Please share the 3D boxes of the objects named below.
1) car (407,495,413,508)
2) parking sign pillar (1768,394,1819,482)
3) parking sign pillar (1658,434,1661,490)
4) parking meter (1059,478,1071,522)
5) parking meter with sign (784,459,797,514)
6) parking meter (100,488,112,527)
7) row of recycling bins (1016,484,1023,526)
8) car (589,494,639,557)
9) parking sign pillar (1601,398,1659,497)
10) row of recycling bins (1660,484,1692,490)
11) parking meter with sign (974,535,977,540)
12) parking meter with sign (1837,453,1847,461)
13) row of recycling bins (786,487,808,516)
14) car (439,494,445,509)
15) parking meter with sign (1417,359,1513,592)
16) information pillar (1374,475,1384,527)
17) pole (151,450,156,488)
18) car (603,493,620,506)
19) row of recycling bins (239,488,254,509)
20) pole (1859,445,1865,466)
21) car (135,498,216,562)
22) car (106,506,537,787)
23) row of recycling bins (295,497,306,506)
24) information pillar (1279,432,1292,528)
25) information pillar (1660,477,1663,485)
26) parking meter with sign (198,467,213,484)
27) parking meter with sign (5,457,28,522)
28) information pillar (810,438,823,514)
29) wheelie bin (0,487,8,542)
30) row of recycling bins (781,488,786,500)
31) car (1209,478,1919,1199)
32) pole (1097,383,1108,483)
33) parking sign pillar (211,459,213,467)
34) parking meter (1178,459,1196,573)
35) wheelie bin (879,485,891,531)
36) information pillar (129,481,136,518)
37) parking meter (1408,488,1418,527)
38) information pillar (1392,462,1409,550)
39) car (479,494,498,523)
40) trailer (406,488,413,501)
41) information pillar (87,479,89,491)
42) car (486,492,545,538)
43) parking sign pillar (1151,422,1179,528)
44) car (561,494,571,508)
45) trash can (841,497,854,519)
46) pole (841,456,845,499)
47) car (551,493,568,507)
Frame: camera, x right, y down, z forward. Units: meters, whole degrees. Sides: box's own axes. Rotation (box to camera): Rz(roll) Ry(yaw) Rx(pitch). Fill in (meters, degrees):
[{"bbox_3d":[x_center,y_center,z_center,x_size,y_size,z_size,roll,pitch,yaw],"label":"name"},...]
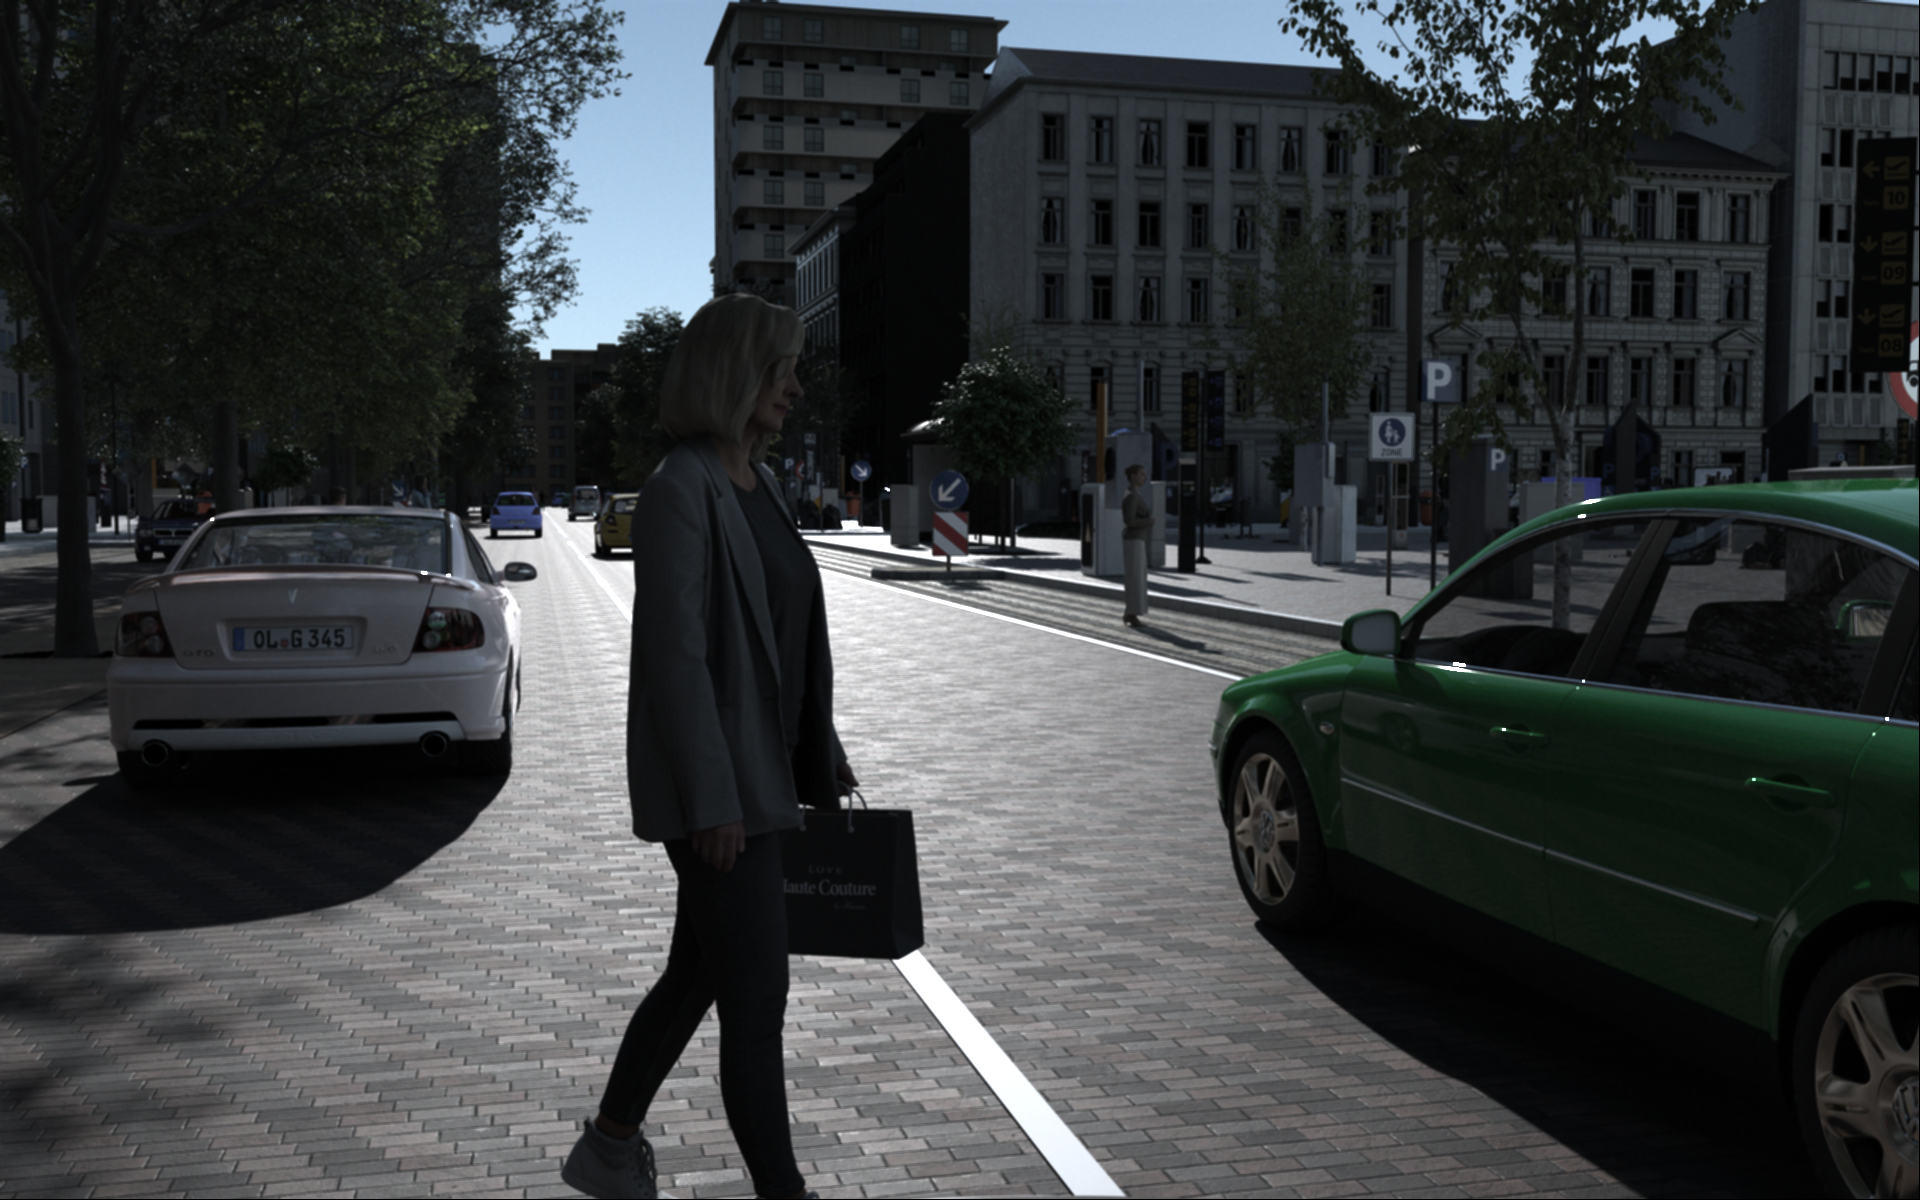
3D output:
[{"bbox_3d":[-37.921,-6.671,121.438,2.083,1.381,4.827,-1,4,-14],"label":"car"},{"bbox_3d":[22.673,-3.589,47.144,1.447,3.967,1.447,-1,4,-23],"label":"parking sign pillar"},{"bbox_3d":[21.453,-4.045,54.615,1.447,3.967,1.447,-1,4,-20],"label":"parking sign pillar"},{"bbox_3d":[3.815,-3.507,63.056,0.399,1.863,0.255,2,4,24],"label":"parking meter"},{"bbox_3d":[-8.188,-5.379,84.204,0.543,3.016,1.738,-1,4,-13],"label":"parking meter with sign"},{"bbox_3d":[-33.320,-3.617,67.547,0.372,1.533,0.369,0,3,0],"label":"parking meter"},{"bbox_3d":[1.177,-3.879,70.536,3.534,1.692,1.069,3,5,45],"label":"row of recycling bins"},{"bbox_3d":[-7.730,-1.885,41.044,2.015,1.641,3.980,-1,4,-15],"label":"car"},{"bbox_3d":[18.362,-3.659,48.296,1.447,3.967,1.447,3,5,44],"label":"parking sign pillar"},{"bbox_3d":[29.037,-3.891,70.731,1.069,1.692,3.534,-1,4,-23],"label":"row of recycling bins"},{"bbox_3d":[-0.377,-3.186,48.345,1.738,3.016,0.543,-1,4,-9],"label":"parking meter with sign"},{"bbox_3d":[38.058,-4.718,73.394,1.738,3.016,0.543,-1,4,-12],"label":"parking meter with sign"},{"bbox_3d":[-8.937,-5.940,104.225,1.069,1.692,3.534,2,4,27],"label":"row of recycling bins"},{"bbox_3d":[-44.321,-8.513,147.980,1.959,1.807,4.718,-1,4,-14],"label":"car"},{"bbox_3d":[6.532,-1.564,21.828,0.543,3.016,1.738,-2,4,-24],"label":"parking meter with sign"},{"bbox_3d":[16.454,-3.883,67.977,0.304,2.012,0.304,0,4,1],"label":"information pillar"},{"bbox_3d":[-33.064,-4.723,71.061,0.158,3.312,0.155,0,3,0],"label":"pole"},{"bbox_3d":[-27.326,-7.787,136.903,1.945,1.707,3.694,-1,4,-13],"label":"car"},{"bbox_3d":[-48.510,-6.561,114.383,3.534,1.692,1.069,-1,4,-12],"label":"row of recycling bins"},{"bbox_3d":[37.699,-4.809,72.468,0.158,3.312,0.155,0,3,0],"label":"pole"},{"bbox_3d":[-16.875,-1.559,38.069,1.945,1.354,3.894,-1,4,-13],"label":"car"},{"bbox_3d":[-3.515,0.144,10.007,2.083,1.381,4.827,-1,4,-13],"label":"car"},{"bbox_3d":[-46.879,-7.043,122.266,1.069,1.692,3.534,-1,4,-15],"label":"row of recycling bins"},{"bbox_3d":[12.340,-4.528,65.382,0.504,3.616,0.183,1,4,16],"label":"information pillar"},{"bbox_3d":[30.177,-4.312,74.999,0.304,2.012,0.304,-2,4,-32],"label":"information pillar"},{"bbox_3d":[-48.886,-7.076,111.945,0.543,3.016,1.738,1,4,12],"label":"parking meter with sign"},{"bbox_3d":[-44.384,-5.167,80.740,1.738,3.016,0.543,0,4,8],"label":"parking meter with sign"},{"bbox_3d":[-5.526,-4.598,66.534,0.504,3.616,0.183,0,4,-5],"label":"information pillar"},{"bbox_3d":[-25.916,-2.357,46.445,0.693,1.594,0.980,-2,4,-29],"label":"wheelie bin"},{"bbox_3d":[-12.630,-7.009,121.702,1.069,1.692,3.534,1,4,9],"label":"row of recycling bins"},{"bbox_3d":[2.195,0.259,4.564,1.959,1.807,4.718,-1,4,-15],"label":"car"},{"bbox_3d":[2.620,-2.332,31.978,0.158,3.312,0.155,0,3,0],"label":"pole"},{"bbox_3d":[-52.872,-8.288,123.983,1.447,3.967,1.447,2,4,27],"label":"parking sign pillar"},{"bbox_3d":[3.718,-1.386,28.365,0.255,1.863,0.399,0,4,1],"label":"parking meter"},{"bbox_3d":[-2.406,-3.195,60.153,0.693,1.594,0.980,1,4,14],"label":"wheelie bin"},{"bbox_3d":[-43.961,-5.348,91.925,0.304,2.012,0.304,-2,4,-34],"label":"information pillar"},{"bbox_3d":[17.668,-3.615,67.518,0.372,1.533,0.369,0,3,0],"label":"parking meter"},{"bbox_3d":[10.109,-2.158,39.770,0.304,2.012,0.304,0,4,1],"label":"information pillar"},{"bbox_3d":[-23.608,-4.823,88.645,2.009,1.686,4.222,-1,4,-14],"label":"car"},{"bbox_3d":[-50.301,-9.282,158.811,1.471,1.999,3.904,-1,4,-15],"label":"trailer"},{"bbox_3d":[-43.670,-5.017,86.514,0.304,2.012,0.304,-3,4,-37],"label":"information pillar"},{"bbox_3d":[-14.972,-2.985,58.389,1.945,1.707,3.694,-1,4,-15],"label":"car"},{"bbox_3d":[7.746,-4.700,65.319,1.447,3.967,1.447,3,5,44],"label":"parking sign pillar"},{"bbox_3d":[-40.271,-10.415,179.083,1.959,1.807,4.718,-1,4,-15],"label":"car"},{"bbox_3d":[-5.720,-4.683,88.227,0.748,1.137,0.748,0,3,0],"label":"trash can"},{"bbox_3d":[-6.236,-6.006,92.040,0.158,3.312,0.155,0,3,0],"label":"pole"},{"bbox_3d":[-43.652,-10.974,189.007,1.945,1.707,3.694,-1,4,-15],"label":"car"}]
